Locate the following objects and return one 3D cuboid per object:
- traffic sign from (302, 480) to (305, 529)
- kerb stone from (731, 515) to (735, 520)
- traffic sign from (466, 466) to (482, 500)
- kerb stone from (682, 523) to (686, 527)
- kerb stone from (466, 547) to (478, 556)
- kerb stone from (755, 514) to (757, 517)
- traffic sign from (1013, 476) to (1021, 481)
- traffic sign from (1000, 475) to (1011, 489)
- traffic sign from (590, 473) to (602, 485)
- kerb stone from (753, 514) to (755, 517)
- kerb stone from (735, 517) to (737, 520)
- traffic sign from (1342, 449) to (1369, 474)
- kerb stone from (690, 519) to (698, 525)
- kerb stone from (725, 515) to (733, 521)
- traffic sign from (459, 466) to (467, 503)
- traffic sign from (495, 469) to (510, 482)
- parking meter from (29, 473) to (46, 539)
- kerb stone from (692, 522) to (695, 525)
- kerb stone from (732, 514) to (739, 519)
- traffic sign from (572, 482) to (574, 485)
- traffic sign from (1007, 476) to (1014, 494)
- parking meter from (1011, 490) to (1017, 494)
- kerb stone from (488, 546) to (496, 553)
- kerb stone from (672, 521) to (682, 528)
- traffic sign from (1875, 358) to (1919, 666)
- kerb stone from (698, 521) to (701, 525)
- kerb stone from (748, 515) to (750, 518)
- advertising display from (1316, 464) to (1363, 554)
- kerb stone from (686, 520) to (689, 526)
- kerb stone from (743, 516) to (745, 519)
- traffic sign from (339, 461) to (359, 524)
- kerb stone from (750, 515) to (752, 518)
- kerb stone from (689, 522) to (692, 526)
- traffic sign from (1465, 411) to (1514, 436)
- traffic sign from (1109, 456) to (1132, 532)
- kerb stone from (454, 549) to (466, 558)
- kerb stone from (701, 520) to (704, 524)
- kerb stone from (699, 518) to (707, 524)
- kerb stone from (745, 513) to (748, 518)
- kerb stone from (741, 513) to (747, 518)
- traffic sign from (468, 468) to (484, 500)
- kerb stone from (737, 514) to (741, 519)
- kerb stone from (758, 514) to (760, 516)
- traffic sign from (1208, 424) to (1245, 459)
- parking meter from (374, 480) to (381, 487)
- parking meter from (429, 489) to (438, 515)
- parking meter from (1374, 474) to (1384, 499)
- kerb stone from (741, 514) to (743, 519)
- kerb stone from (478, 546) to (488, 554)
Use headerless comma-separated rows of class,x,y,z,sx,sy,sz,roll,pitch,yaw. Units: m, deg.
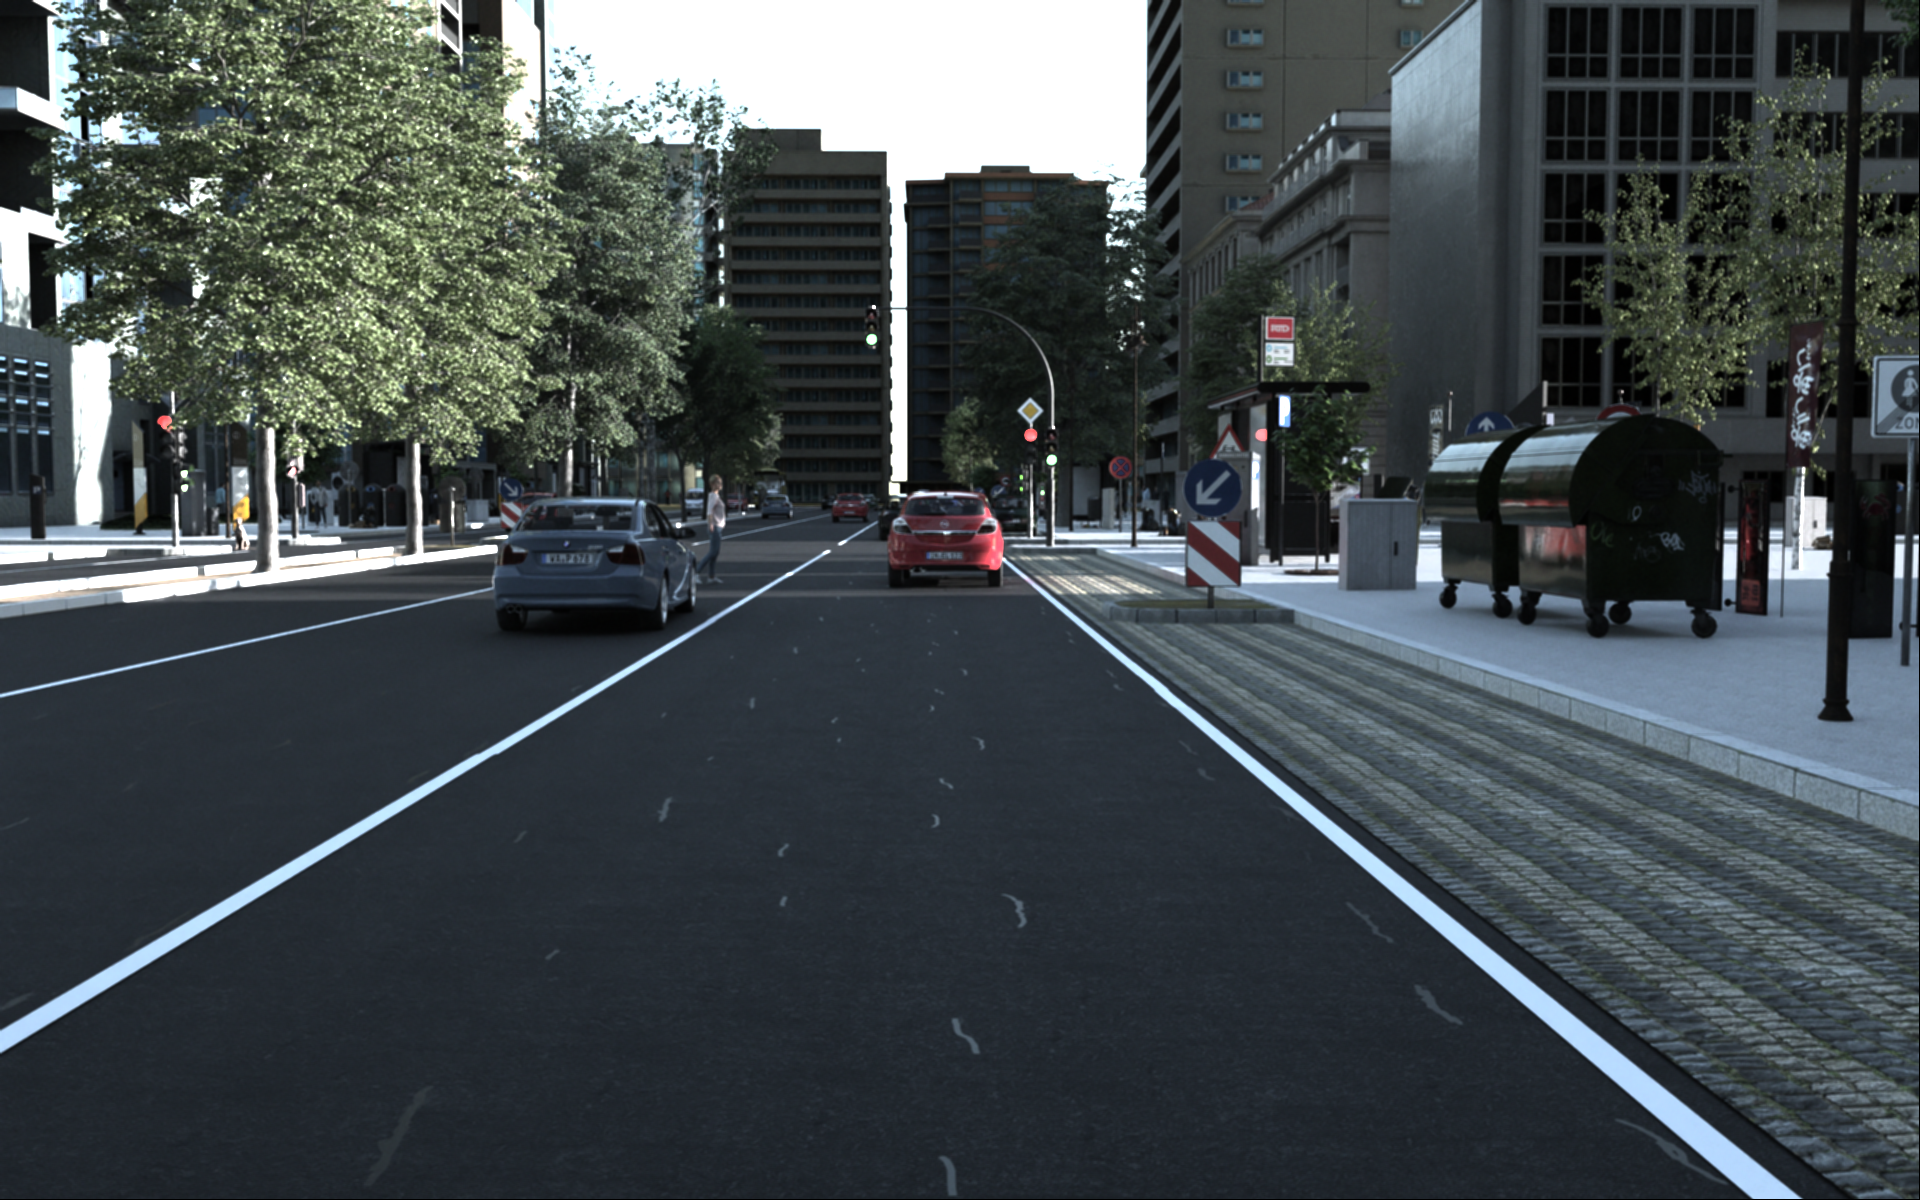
traffic sign,-23.926,-3.849,63.033,0.768,2.556,0.104,0,4,4
kerb stone,-12.632,-4.466,95.236,0.120,0.150,1.000,0,4,-1
traffic sign,-22.574,-4.911,80.302,0.884,2.594,0.081,0,4,7
kerb stone,-12.231,-3.276,75.751,0.120,0.150,1.000,0,4,-1
kerb stone,-11.493,-1.112,40.372,0.120,0.150,1.000,0,4,-1
kerb stone,-12.882,-5.217,107.530,0.120,0.150,1.000,0,4,-1
traffic sign,3.976,-7.153,117.056,0.768,2.556,0.104,0,4,7
traffic sign,3.089,-7.178,117.467,0.768,2.556,0.104,0,4,-1
traffic sign,-22.722,-6.625,108.045,0.795,2.593,0.064,0,4,3
kerb stone,-12.874,-5.154,106.508,0.120,0.150,1.000,0,4,-1
kerb stone,-12.654,-4.530,96.262,0.120,0.150,1.000,0,4,-1
traffic sign,8.693,-2.204,38.158,0.606,2.300,0.079,0,4,5
kerb stone,-12.315,-3.526,79.842,0.120,0.150,1.000,0,4,-1
kerb stone,-12.607,-4.405,94.211,0.120,0.150,1.000,0,4,-1
traffic sign,-23.422,-4.968,81.233,0.884,2.594,0.081,0,4,3
traffic sign,-22.606,-5.230,85.615,0.768,2.556,0.104,0,4,6
parking meter,-26.154,-2.657,49.151,0.399,1.863,0.255,-1,4,-21
kerb stone,-12.288,-3.463,78.820,0.120,0.150,1.000,0,4,-1
kerb stone,-12.678,-4.586,97.286,0.120,0.150,1.000,0,4,-1
traffic sign,-22.651,-6.094,99.643,0.884,2.594,0.081,0,4,3
traffic sign,3.372,-7.314,119.688,0.768,2.556,0.104,0,3,0
parking meter,3.429,-6.226,110.204,0.372,1.533,0.369,0,3,0
kerb stone,-11.541,-1.237,42.422,0.120,0.150,1.000,0,4,-1
kerb stone,-12.213,-3.213,74.721,0.120,0.150,1.000,0,4,-1
traffic sign,7.063,-0.657,12.875,0.606,2.300,0.079,0,4,5
kerb stone,-12.339,-3.589,80.868,0.120,0.150,1.000,0,4,-1
kerb stone,-12.802,-4.969,103.440,0.120,0.150,1.000,0,4,-1
advertising display,8.145,-1.957,37.214,0.974,1.923,0.123,1,4,19
kerb stone,-12.250,-3.335,76.774,0.120,0.150,1.000,0,4,-1
kerb stone,-12.727,-4.781,100.361,0.120,0.150,1.000,0,4,-1
traffic sign,-23.539,-4.078,66.787,0.768,2.556,0.104,0,4,0
kerb stone,-12.822,-5.028,104.463,0.120,0.150,1.000,0,4,-1
kerb stone,-12.273,-3.399,77.796,0.120,0.150,1.000,0,4,-1
traffic sign,8.164,-1.630,26.751,0.768,2.556,0.104,0,4,4
traffic sign,5.359,-3.530,57.814,0.768,2.556,0.104,0,4,3
kerb stone,-11.474,-1.044,39.344,0.120,0.150,1.000,0,4,-1
kerb stone,-12.355,-3.651,81.890,0.120,0.150,1.000,0,4,-1
kerb stone,-12.368,-3.714,82.913,0.120,0.150,1.000,0,4,-1
kerb stone,-12.773,-4.904,102.414,0.120,0.150,1.000,0,4,-1
kerb stone,-12.752,-4.844,101.392,0.120,0.150,1.000,0,4,-1
traffic sign,-23.236,-5.079,83.146,0.768,2.556,0.104,0,4,2
kerb stone,-12.694,-4.655,98.311,0.120,0.150,1.000,0,4,-1
kerb stone,-12.929,-5.344,109.583,0.120,0.150,1.000,0,4,-1
traffic sign,4.994,-1.971,32.237,0.884,2.594,0.081,0,4,1
parking meter,-24.036,-4.025,71.513,0.255,1.863,0.399,-1,4,-13
parking meter,-23.996,-4.316,78.974,0.372,1.533,0.369,0,3,0
parking meter,12.354,-2.779,51.150,0.255,1.863,0.399,1,4,18
kerb stone,-12.717,-4.718,99.338,0.120,0.150,1.000,0,4,-1
kerb stone,-11.523,-1.174,41.393,0.120,0.150,1.000,0,4,-1
